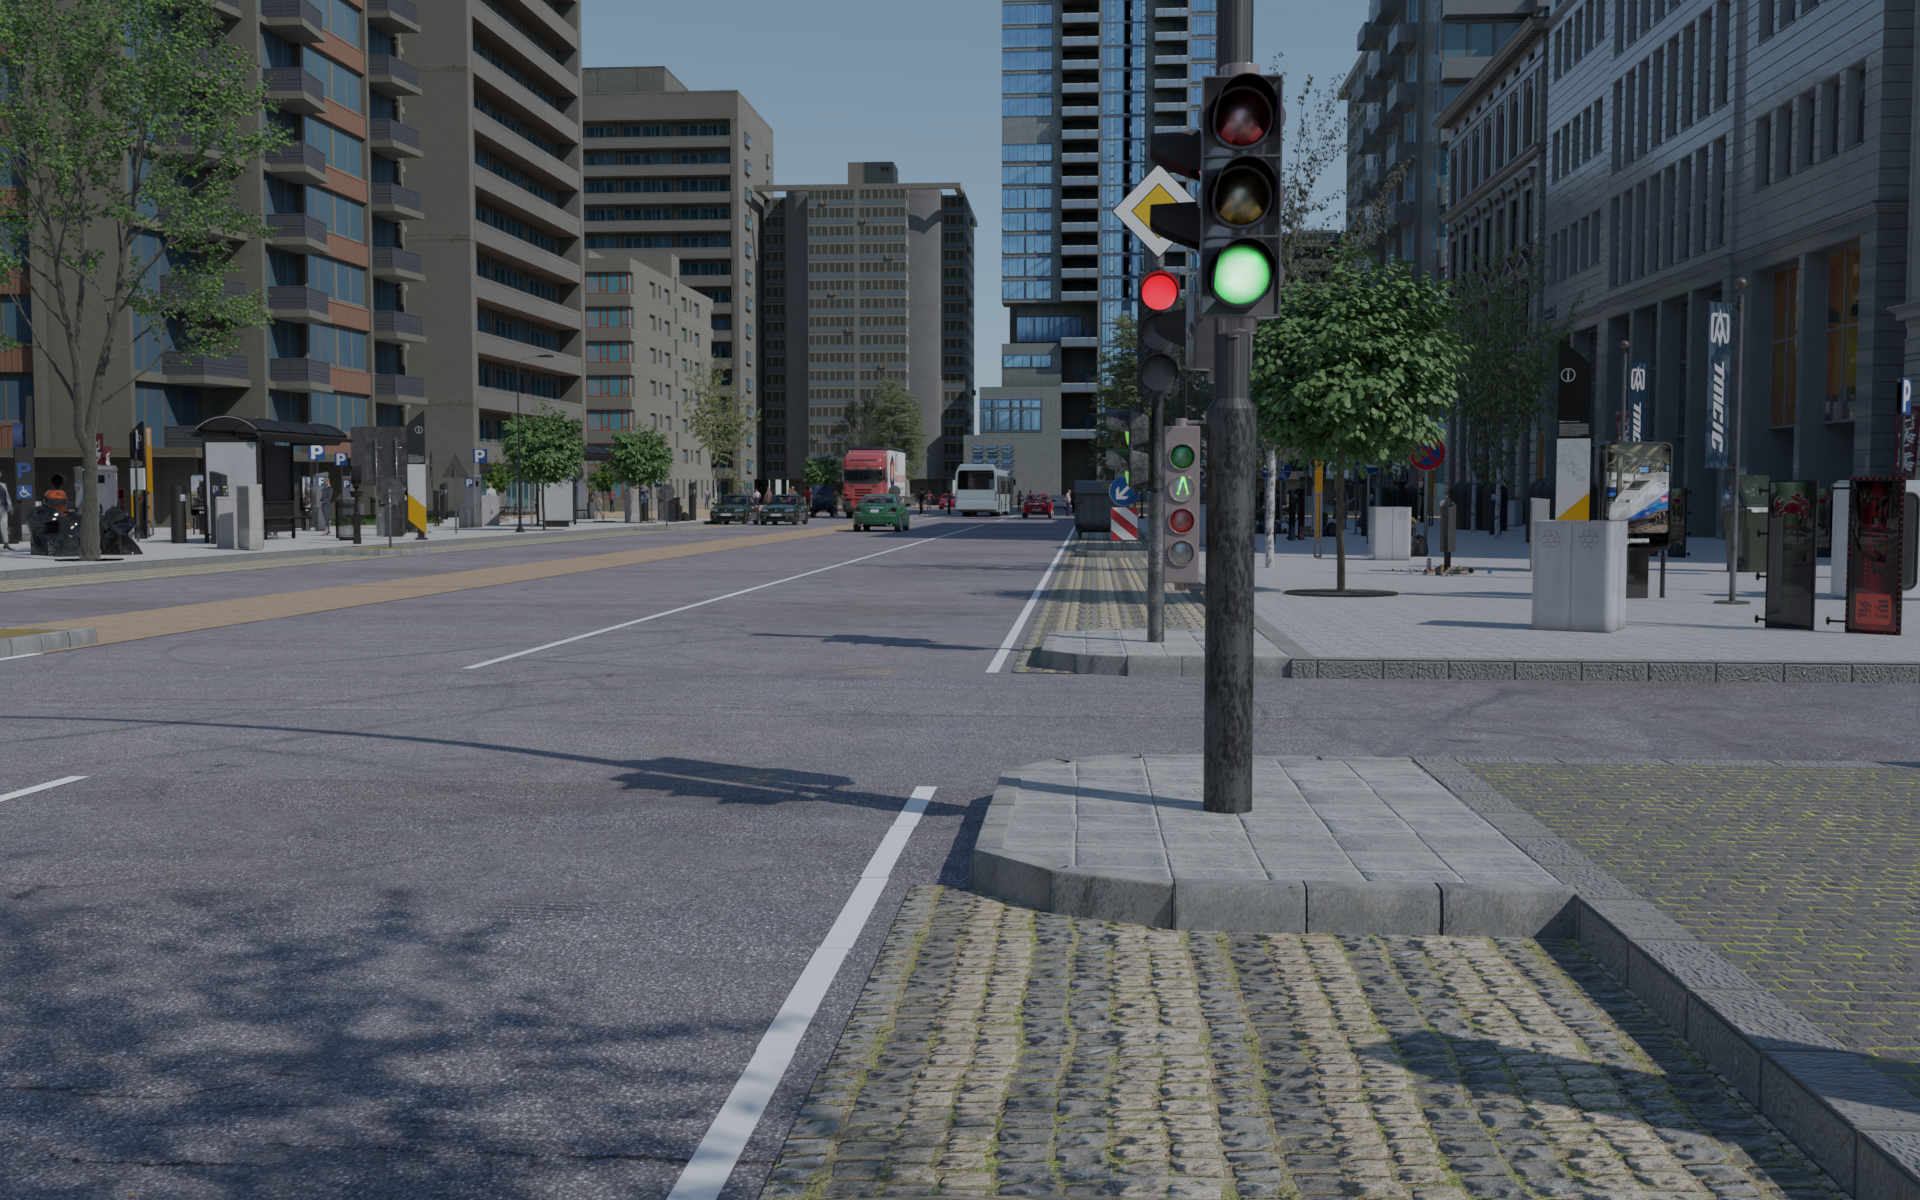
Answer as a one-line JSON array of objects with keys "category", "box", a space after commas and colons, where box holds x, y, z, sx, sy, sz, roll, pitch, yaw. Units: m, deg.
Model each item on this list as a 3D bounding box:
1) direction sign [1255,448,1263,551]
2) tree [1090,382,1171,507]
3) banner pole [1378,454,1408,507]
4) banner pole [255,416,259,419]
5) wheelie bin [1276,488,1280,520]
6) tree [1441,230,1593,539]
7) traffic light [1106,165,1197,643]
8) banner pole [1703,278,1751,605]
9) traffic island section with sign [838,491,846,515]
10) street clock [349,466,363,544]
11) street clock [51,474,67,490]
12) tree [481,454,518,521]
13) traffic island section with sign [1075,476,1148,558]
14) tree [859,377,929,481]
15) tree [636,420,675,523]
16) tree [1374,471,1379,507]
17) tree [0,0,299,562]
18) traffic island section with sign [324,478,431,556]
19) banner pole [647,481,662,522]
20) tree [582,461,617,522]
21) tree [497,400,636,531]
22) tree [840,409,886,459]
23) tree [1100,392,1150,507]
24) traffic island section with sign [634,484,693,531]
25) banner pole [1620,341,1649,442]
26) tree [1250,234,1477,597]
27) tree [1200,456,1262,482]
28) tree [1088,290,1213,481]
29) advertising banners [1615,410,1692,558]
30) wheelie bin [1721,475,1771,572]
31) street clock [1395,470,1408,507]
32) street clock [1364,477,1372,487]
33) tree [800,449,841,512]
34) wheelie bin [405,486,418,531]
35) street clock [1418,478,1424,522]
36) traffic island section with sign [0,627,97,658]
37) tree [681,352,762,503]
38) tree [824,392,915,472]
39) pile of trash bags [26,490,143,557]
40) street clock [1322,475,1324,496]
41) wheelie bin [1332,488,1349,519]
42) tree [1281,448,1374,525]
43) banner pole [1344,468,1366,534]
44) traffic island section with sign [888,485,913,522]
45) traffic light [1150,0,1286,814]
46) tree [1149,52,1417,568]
[{"category": "direction sign", "box": [6.573, -2.897, 39.368, 0.379, 3.537, 0.876, -2, 4, -32]}, {"category": "tree", "box": [13.849, -12.265, 134.951, 7.601, 10.594, 8.767, -3, 5, -43]}, {"category": "banner pole", "box": [10.579, -3.217, 42.608, 0.863, 3.779, 0.401, 1, 4, 10]}, {"category": "banner pole", "box": [-22.418, -4.022, 55.773, 0.401, 3.779, 0.863, 2, 4, 26]}, {"category": "wheelie bin", "box": [15.542, -4.778, 86.025, 0.693, 1.594, 0.980, -2, 4, -29]}, {"category": "tree", "box": [15.608, -6.052, 49.308, 4.737, 8.622, 4.395, 0, 3, 0]}, {"category": "traffic light", "box": [1.680, -1.590, 14.912, 0.839, 4.253, 0.868, 0, 4, 4]}, {"category": "banner pole", "box": [8.850, -1.836, 20.031, 0.863, 3.779, 0.401, -2, 4, -35]}, {"category": "traffic island section with sign", "box": [-7.702, -6.678, 117.816, 1.989, 1.847, 2.006, 0, 4, 4]}, {"category": "street clock", "box": [-15.451, -2.432, 44.338, 0.358, 2.002, 0.471, -2, 4, -26]}, {"category": "street clock", "box": [-32.508, -3.544, 62.507, 0.471, 2.002, 0.358, 0, 4, -1]}, {"category": "tree", "box": [-22.497, -5.474, 84.101, 1.663, 3.219, 1.824, 0, 3, 0]}, {"category": "traffic island section with sign", "box": [3.627, -1.891, 39.548, 1.989, 1.847, 2.006, 0, 4, 4]}, {"category": "tree", "box": [-6.463, -15.326, 168.711, 7.486, 12.596, 7.792, 0, 3, 0]}, {"category": "tree", "box": [-14.125, -5.674, 76.485, 4.285, 4.588, 4.351, 0, 3, 0]}, {"category": "tree", "box": [18.265, -7.807, 78.005, 4.737, 8.622, 4.395, 0, 3, 0]}, {"category": "tree", "box": [-16.569, -6.542, 32.711, 9.928, 11.665, 9.643, 0, 3, 0]}, {"category": "traffic island section with sign", "box": [-13.649, -1.973, 40.889, 1.989, 1.847, 2.006, 0, 4, 4]}, {"category": "banner pole", "box": [-14.017, -5.483, 79.658, 0.401, 3.779, 0.863, 3, 5, 42]}, {"category": "tree", "box": [-16.448, -5.214, 79.852, 1.663, 3.219, 1.824, 0, 3, 0]}, {"category": "tree", "box": [-14.647, -4.731, 61.070, 4.285, 4.588, 4.351, 0, 3, 0]}, {"category": "tree", "box": [-8.306, -12.225, 150.242, 4.360, 8.622, 3.978, 0, 3, 0]}, {"category": "tree", "box": [12.279, -10.596, 123.600, 4.737, 8.622, 4.395, 0, 3, 0]}, {"category": "traffic island section with sign", "box": [-11.552, -3.617, 67.762, 1.989, 1.847, 2.006, 0, 4, 4]}, {"category": "banner pole", "box": [11.037, -2.354, 28.503, 0.863, 3.779, 0.401, -2, 4, -35]}, {"category": "tree", "box": [4.952, -2.348, 22.109, 4.285, 4.588, 4.351, 0, 3, 0]}, {"category": "tree", "box": [7.191, -3.160, 46.272, 1.663, 3.219, 1.824, 0, 3, 0]}, {"category": "tree", "box": [10.870, -10.795, 94.632, 7.486, 12.596, 7.792, 0, 3, 0]}, {"category": "advertising banners", "box": [14.205, -2.411, 35.606, 0.090, 3.025, 2.074, -2, 4, -23]}, {"category": "wheelie bin", "box": [12.991, -1.262, 28.538, 0.980, 1.594, 0.693, -1, 4, -11]}, {"category": "street clock", "box": [12.649, -2.760, 49.696, 0.358, 2.002, 0.471, 3, 5, 40]}, {"category": "street clock", "box": [17.491, -4.266, 74.325, 0.358, 2.002, 0.471, 0, 4, 1]}, {"category": "tree", "box": [-10.224, -8.808, 127.721, 4.285, 4.588, 4.351, 0, 3, 0]}, {"category": "wheelie bin", "box": [-18.791, -3.161, 59.591, 0.693, 1.594, 0.980, 1, 4, 12]}, {"category": "street clock", "box": [20.941, -4.514, 78.370, 0.358, 2.002, 0.471, -1, 4, -12]}, {"category": "traffic island section with sign", "box": [-9.286, -0.452, 15.531, 2.006, 1.907, 1.989, 0, 4, 4]}, {"category": "tree", "box": [-12.588, -8.525, 89.739, 4.737, 8.622, 4.395, 0, 3, 0]}, {"category": "tree", "box": [-8.196, -13.612, 156.961, 8.767, 10.594, 7.601, 0, 4, 1]}, {"category": "pile of trash bags", "box": [-18.923, -1.667, 37.012, 1.912, 1.369, 3.447, -3, 5, -43]}, {"category": "street clock", "box": [13.095, -3.577, 63.062, 0.358, 2.002, 0.471, 0, 4, 3]}, {"category": "wheelie bin", "box": [19.474, -4.939, 88.656, 0.980, 1.594, 0.693, 3, 5, 41]}, {"category": "tree", "box": [14.208, -7.352, 70.569, 4.737, 8.622, 4.395, 0, 3, 0]}, {"category": "banner pole", "box": [12.790, -3.997, 55.368, 0.401, 3.779, 0.863, 3, 5, 41]}, {"category": "traffic island section with sign", "box": [-3.503, -5.034, 90.447, 2.006, 1.907, 1.989, 0, 4, 4]}, {"category": "traffic light", "box": [-1.028, -1.976, 6.970, 4.771, 5.953, 1.251, 0, 4, 4]}, {"category": "tree", "box": [5.621, -4.871, 30.010, 4.360, 8.622, 3.978, 0, 3, 0]}]
